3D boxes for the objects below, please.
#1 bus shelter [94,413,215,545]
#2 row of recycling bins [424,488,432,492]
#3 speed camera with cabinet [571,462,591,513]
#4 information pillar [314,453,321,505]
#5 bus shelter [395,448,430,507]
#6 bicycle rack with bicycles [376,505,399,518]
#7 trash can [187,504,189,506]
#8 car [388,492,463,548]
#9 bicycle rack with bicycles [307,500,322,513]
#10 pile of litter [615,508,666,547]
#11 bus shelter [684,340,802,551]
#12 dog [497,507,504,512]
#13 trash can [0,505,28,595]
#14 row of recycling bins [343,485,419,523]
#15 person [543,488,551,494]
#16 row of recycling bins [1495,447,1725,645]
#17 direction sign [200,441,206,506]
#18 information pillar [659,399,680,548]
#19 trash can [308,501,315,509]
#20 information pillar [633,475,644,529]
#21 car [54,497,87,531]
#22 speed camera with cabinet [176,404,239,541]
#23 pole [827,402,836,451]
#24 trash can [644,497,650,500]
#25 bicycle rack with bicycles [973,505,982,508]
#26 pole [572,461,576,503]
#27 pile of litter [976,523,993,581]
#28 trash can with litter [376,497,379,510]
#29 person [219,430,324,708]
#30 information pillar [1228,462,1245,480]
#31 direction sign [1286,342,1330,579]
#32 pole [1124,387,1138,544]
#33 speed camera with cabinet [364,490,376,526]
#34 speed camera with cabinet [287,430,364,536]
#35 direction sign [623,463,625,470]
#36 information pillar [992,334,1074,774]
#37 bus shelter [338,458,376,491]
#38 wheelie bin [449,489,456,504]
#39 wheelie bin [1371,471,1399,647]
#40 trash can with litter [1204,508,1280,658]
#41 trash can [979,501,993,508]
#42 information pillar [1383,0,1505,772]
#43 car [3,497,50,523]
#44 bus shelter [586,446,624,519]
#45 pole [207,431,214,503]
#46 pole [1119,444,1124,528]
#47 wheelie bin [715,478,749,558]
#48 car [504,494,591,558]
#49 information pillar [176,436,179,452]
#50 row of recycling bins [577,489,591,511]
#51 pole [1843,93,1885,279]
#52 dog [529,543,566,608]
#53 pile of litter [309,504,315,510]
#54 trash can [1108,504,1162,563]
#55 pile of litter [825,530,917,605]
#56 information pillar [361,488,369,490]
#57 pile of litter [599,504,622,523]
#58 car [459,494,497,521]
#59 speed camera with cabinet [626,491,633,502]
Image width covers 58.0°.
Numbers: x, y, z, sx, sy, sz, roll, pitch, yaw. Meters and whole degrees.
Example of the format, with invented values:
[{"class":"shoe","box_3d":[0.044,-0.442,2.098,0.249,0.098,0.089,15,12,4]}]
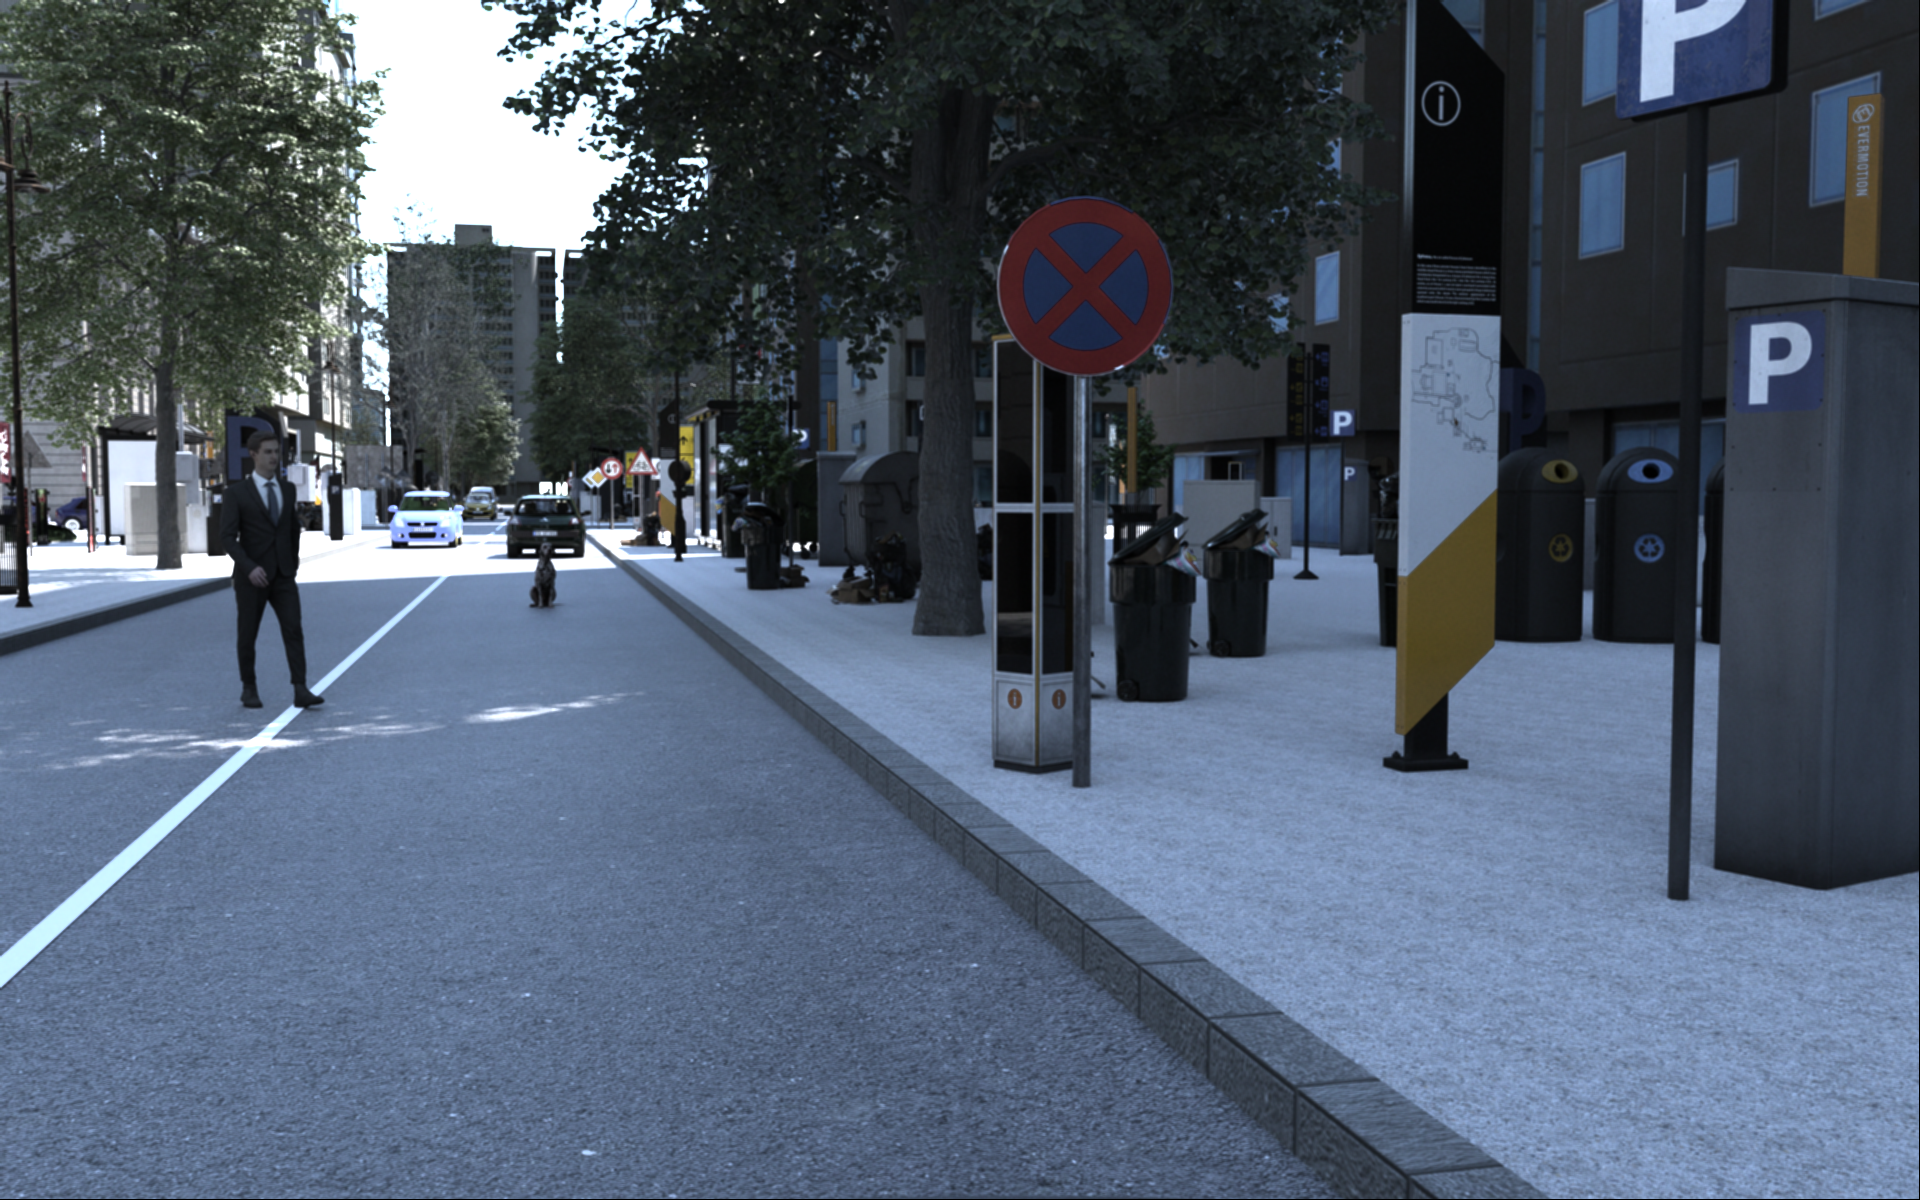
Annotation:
[{"class":"bus shelter","box_3d":[-21.276,-3.179,45.896,2.014,3.302,5.546,-1,4,-14]},{"class":"row of recycling bins","box_3d":[-34.815,-6.333,110.661,1.069,1.692,3.534,-3,5,-44]},{"class":"speed camera with cabinet","box_3d":[-21.710,-6.457,99.906,0.660,3.252,2.038,-3,4,-39]},{"class":"information pillar","box_3d":[-36.906,-6.614,99.497,0.183,3.616,0.504,1,4,12]},{"class":"bus shelter","box_3d":[-28.791,-6.074,90.592,1.731,3.624,6.357,-1,4,-14]},{"class":"bicycle rack with bicycles","box_3d":[-27.932,-4.420,85.649,2.925,0.926,2.852,-3,5,-40]},{"class":"trash can","box_3d":[-40.443,-4.797,90.081,0.748,1.137,0.748,0,3,0]},{"class":"car","box_3d":[-14.479,-2.293,47.075,1.945,1.707,3.694,-1,4,-13]},{"class":"bicycle rack with bicycles","box_3d":[-49.326,-7.308,132.867,2.852,0.926,2.925,0,4,-6]},{"class":"pile of litter","box_3d":[-7.896,-1.778,43.033,1.176,0.858,1.719,-1,4,-10]},{"class":"bus shelter","box_3d":[-5.587,-3.987,42.823,2.179,5.291,8.768,-1,4,-14]},{"class":"dog","box_3d":[-37.277,-7.337,140.150,0.748,0.427,0.550,-2,4,-25]},{"class":"trash can","box_3d":[-12.311,-0.640,22.123,0.748,1.137,0.748,0,3,0]},{"class":"row of recycling bins","box_3d":[-25.569,-4.217,76.056,3.534,1.692,1.069,-1,4,-18]},{"class":"person","box_3d":[-24.186,-5.671,101.406,0.592,1.802,0.473,1,4,9]},{"class":"row of recycling bins","box_3d":[6.368,-0.484,15.030,3.534,1.692,1.069,1,4,14]},{"class":"direction sign","box_3d":[-32.322,-5.016,74.003,0.379,3.537,0.876,-1,4,-12]},{"class":"information pillar","box_3d":[-6.892,-3.051,41.244,0.504,3.616,0.183,0,4,4]},{"class":"trash can","box_3d":[-42.330,-6.217,113.309,0.748,1.137,0.748,0,3,0]},{"class":"information pillar","box_3d":[-11.678,-3.572,62.900,0.304,2.012,0.304,1,4,17]},{"class":"car","box_3d":[-30.444,-3.059,62.601,3.894,1.354,1.945,-1,4,-12]},{"class":"speed camera with cabinet","box_3d":[-16.732,-2.713,38.697,2.038,3.252,0.660,-3,5,-43]},{"class":"pole","box_3d":[-2.836,-2.722,38.340,0.158,3.312,0.155,0,3,0]},{"class":"trash can","box_3d":[-13.825,-3.974,76.630,0.748,1.137,0.748,0,3,0]},{"class":"bicycle rack with bicycles","box_3d":[2.232,-4.403,85.378,2.852,0.926,2.925,-1,4,-14]},{"class":"pole","box_3d":[-23.724,-6.886,106.425,0.158,3.312,0.155,0,3,0]},{"class":"pile of litter","box_3d":[0.244,-0.738,26.030,1.719,0.858,1.176,-1,4,-20]},{"class":"trash can with litter","box_3d":[-34.797,-5.575,102.208,2.233,1.210,1.678,0,4,-6]},{"class":"person","box_3d":[-4.579,-0.201,11.562,0.755,1.850,0.659,3,5,40]},{"class":"information pillar","box_3d":[6.336,-2.154,39.702,0.304,2.012,0.304,2,4,26]},{"class":"direction sign","box_3d":[5.233,-2.085,26.084,0.876,3.537,0.379,-2,4,-35]},{"class":"pole","box_3d":[3.295,-2.404,33.153,0.158,3.312,0.155,0,3,0]},{"class":"speed camera with cabinet","box_3d":[-24.479,-4.586,69.315,2.038,3.252,0.660,-3,5,-44]},{"class":"speed camera with cabinet","box_3d":[-19.601,-3.611,53.374,2.038,3.252,0.660,0,4,1]},{"class":"direction sign","box_3d":[-24.960,-8.279,127.359,0.876,3.537,0.379,2,4,25]},{"class":"information pillar","box_3d":[0.358,-0.218,8.058,0.304,2.012,0.304,-3,5,-43]},{"class":"bus shelter","box_3d":[-31.725,-6.013,92.233,2.014,3.302,5.546,-1,4,-14]},{"class":"wheelie bin","box_3d":[-34.703,-6.675,117.046,0.980,1.594,0.693,3,4,37]},{"class":"wheelie bin","box_3d":[3.844,-0.398,14.422,0.693,1.594,0.980,-1,4,-14]},{"class":"trash can with litter","box_3d":[1.964,-0.141,13.696,1.055,1.170,0.624,0,4,1]},{"class":"trash can","box_3d":[0.769,-1.527,36.618,0.748,1.137,0.748,0,3,0]},{"class":"information pillar","box_3d":[2.259,-1.020,8.026,0.504,3.616,0.183,-1,4,-16]},{"class":"car","box_3d":[-35.001,-3.040,62.283,3.894,1.354,1.945,-1,4,-16]},{"class":"bus shelter","box_3d":[-17.824,-5.855,87.006,1.731,3.624,6.357,-1,4,-14]},{"class":"pole","box_3d":[-24.399,-3.827,56.414,0.158,3.312,0.155,0,3,0]},{"class":"pole","box_3d":[6.091,-4.356,65.059,0.158,3.312,0.155,0,3,0]},{"class":"wheelie bin","box_3d":[-4.427,-1.652,34.913,0.980,1.594,0.693,-1,4,-15]},{"class":"car","box_3d":[-9.606,-1.866,40.300,2.009,1.686,4.222,-1,4,-12]},{"class":"information pillar","box_3d":[-25.030,-3.896,55.060,0.183,3.616,0.504,2,4,29]},{"class":"row of recycling bins","box_3d":[-22.857,-6.269,109.614,1.069,1.692,3.534,2,4,29]},{"class":"pole","box_3d":[4.655,-0.927,8.993,0.158,3.312,0.155,0,3,0]},{"class":"dog","box_3d":[-5.217,-0.321,22.079,0.513,0.831,0.800,1,4,19]},{"class":"pile of litter","box_3d":[-29.845,-4.084,80.735,1.176,0.858,1.719,-2,4,-32]},{"class":"trash can","box_3d":[2.419,-0.752,23.950,0.748,1.137,0.748,0,3,0]},{"class":"pile of litter","box_3d":[-1.103,-0.421,20.842,1.176,0.858,1.719,2,4,26]},{"class":"information pillar","box_3d":[-25.267,-4.228,73.615,0.304,2.012,0.304,-1,4,-22]},{"class":"pile of litter","box_3d":[-15.531,-3.929,78.198,1.719,0.858,1.176,1,4,9]},{"class":"car","box_3d":[-26.397,-5.176,94.853,2.015,1.641,3.980,-1,4,-15]},{"class":"speed camera with cabinet","box_3d":[-18.890,-6.542,101.291,0.660,3.252,2.038,-2,4,-32]}]
